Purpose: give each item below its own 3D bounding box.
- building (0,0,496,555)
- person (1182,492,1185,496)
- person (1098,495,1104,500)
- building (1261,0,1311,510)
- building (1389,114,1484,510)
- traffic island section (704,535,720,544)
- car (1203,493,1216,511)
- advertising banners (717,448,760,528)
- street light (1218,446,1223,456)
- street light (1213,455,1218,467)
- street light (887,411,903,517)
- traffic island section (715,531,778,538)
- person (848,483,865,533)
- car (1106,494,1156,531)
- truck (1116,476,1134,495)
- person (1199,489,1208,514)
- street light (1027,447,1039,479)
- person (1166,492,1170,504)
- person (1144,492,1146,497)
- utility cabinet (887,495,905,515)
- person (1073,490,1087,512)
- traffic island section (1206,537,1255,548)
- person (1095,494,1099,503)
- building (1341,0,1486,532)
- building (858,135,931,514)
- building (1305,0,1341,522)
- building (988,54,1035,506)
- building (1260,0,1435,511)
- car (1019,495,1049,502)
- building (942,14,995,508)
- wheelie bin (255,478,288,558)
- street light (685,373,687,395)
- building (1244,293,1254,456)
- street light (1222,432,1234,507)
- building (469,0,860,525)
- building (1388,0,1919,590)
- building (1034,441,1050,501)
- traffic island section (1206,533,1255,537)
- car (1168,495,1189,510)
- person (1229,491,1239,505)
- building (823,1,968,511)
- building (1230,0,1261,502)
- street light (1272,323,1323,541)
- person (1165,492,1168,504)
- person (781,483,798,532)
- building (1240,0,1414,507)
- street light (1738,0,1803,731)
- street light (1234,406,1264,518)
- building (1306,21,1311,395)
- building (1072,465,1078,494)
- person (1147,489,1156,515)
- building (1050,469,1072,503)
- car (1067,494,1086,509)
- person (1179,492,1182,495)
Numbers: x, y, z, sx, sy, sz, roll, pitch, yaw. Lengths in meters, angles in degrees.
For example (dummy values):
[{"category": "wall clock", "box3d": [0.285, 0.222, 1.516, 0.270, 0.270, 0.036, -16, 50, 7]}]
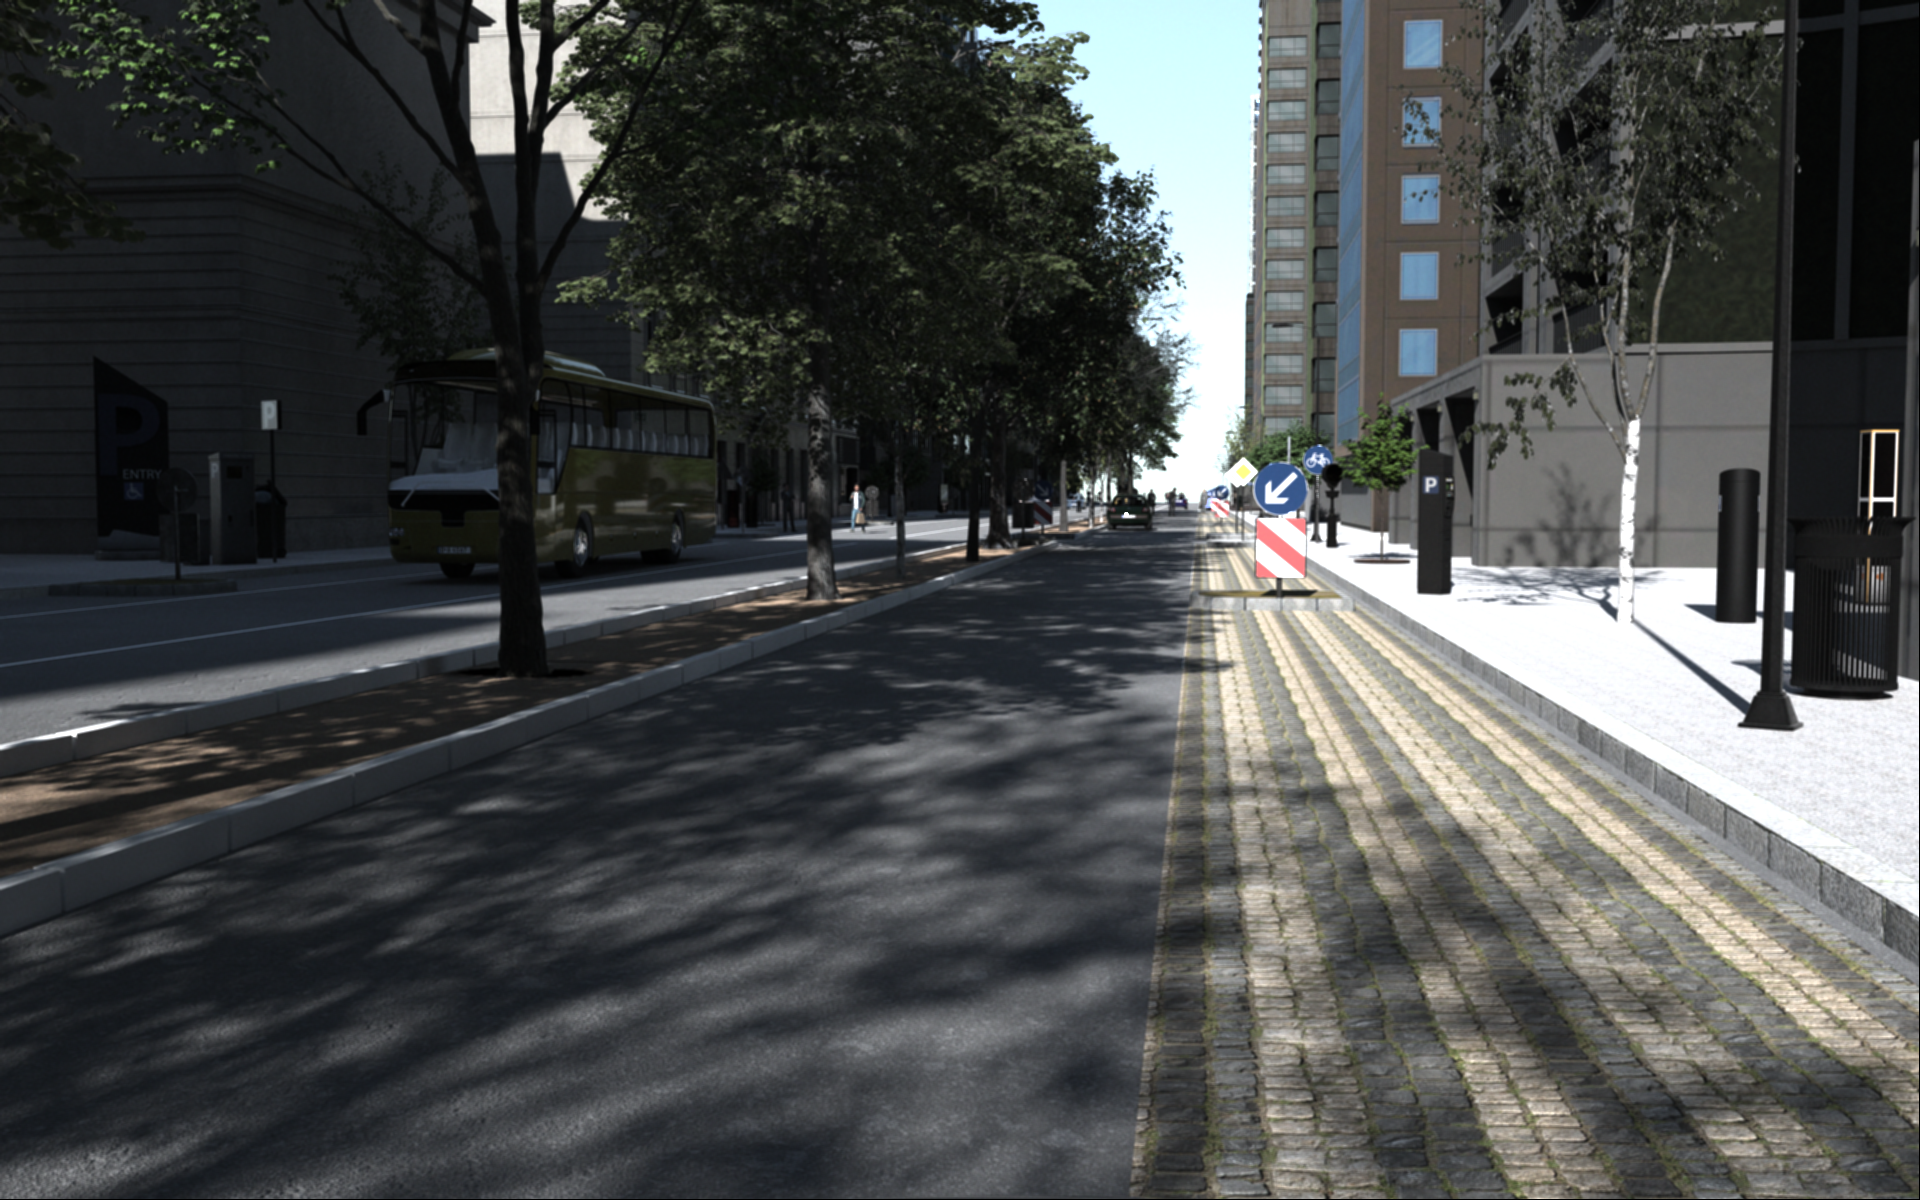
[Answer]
[{"category": "building", "box3d": [-25.535, -12.296, 42.846, 24.055, 21.916, 13.314, 0, 4, 8]}, {"category": "person", "box3d": [32.717, -15.032, 255.096, 0.721, 1.723, 1.217, -3, 5, -44]}, {"category": "person", "box3d": [16.420, -11.784, 201.150, 0.705, 1.826, 1.348, 2, 4, 25]}, {"category": "building", "box3d": [32.494, -28.243, 145.366, 14.154, 41.232, 14.086, 0, 4, 8]}, {"category": "building", "box3d": [40.300, -45.074, 175.217, 20.563, 71.187, 20.611, 0, 4, 8]}, {"category": "traffic island section", "box3d": [-8.324, -1.674, 49.645, 2.009, 0.180, 2.903, 0, 4, 8]}, {"category": "car", "box3d": [22.039, -8.641, 150.866, 1.945, 1.707, 3.694, 1, 4, 8]}, {"category": "advertising banners", "box3d": [-8.628, -4.272, 66.036, 2.074, 3.025, 0.090, 1, 4, 15]}, {"category": "street light", "box3d": [25.947, -11.917, 167.390, 1.470, 5.913, 1.316, 0, 4, 8]}, {"category": "street light", "box3d": [31.060, -14.221, 205.050, 1.470, 5.913, 1.316, 0, 4, 8]}, {"category": "street light", "box3d": [-3.357, -7.542, 95.846, 1.470, 5.913, 1.316, 0, 4, 8]}, {"category": "traffic island section", "box3d": [-7.228, -2.157, 57.554, 2.009, 0.180, 2.903, 0, 4, 8]}, {"category": "person", "box3d": [-3.681, -3.316, 62.709, 0.794, 1.824, 0.713, 3, 5, 41]}, {"category": "car", "box3d": [6.821, -3.644, 69.368, 2.009, 1.686, 4.222, 0, 4, 7]}, {"category": "truck", "box3d": [26.326, -17.564, 276.089, 2.839, 4.237, 11.283, 0, 4, 6]}, {"category": "person", "box3d": [17.803, -7.217, 126.596, 0.694, 1.812, 0.767, 2, 4, 25]}, {"category": "street light", "box3d": [7.202, -12.190, 171.848, 1.470, 5.913, 1.316, 0, 4, 8]}, {"category": "person", "box3d": [28.840, -14.022, 238.470, 1.217, 1.736, 0.721, -3, 5, -41]}, {"category": "person", "box3d": [28.677, -15.839, 268.193, 0.721, 1.735, 1.217, 0, 4, -7]}, {"category": "utility cabinet", "box3d": [-3.908, -5.789, 105.817, 1.020, 1.237, 0.306, -2, 4, -24]}, {"category": "person", "box3d": [9.360, -7.800, 136.015, 1.348, 1.826, 0.705, -2, 4, -35]}, {"category": "traffic island section", "box3d": [7.763, -1.537, 47.418, 2.009, 0.180, 2.903, 0, 4, 8]}, {"category": "person", "box3d": [20.125, -14.875, 254.924, 0.991, 1.433, 0.599, -3, 4, -36]}, {"category": "building", "box3d": [21.408, -25.212, 62.321, 14.200, 45.320, 14.600, 0, 4, 8]}, {"category": "building", "box3d": [-10.668, -19.712, 115.792, 14.314, 27.812, 24.014, 0, 4, 8]}, {"category": "building", "box3d": [24.129, -19.160, 84.969, 14.160, 30.474, 14.107, 0, 4, 8]}, {"category": "building", "box3d": [-3.133, -34.989, 195.766, 21.300, 48.544, 21.600, 0, 4, 8]}, {"category": "building", "box3d": [34.668, -31.140, 159.246, 14.600, 45.320, 14.200, 0, 4, 8]}, {"category": "car", "box3d": [5.173, -6.531, 119.148, 2.083, 1.381, 4.827, 0, 4, 8]}, {"category": "building", "box3d": [-8.288, -33.678, 170.236, 23.786, 49.044, 30.456, 0, 4, 8]}, {"category": "wheelie bin", "box3d": [-13.859, -1.642, 34.749, 0.693, 1.594, 0.980, -2, 4, -23]}, {"category": "street light", "box3d": [-8.595, -5.207, 57.679, 1.470, 5.913, 1.316, 0, 4, 8]}, {"category": "building", "box3d": [47.745, -29.110, 247.642, 14.160, 30.474, 14.107, 0, 4, 8]}, {"category": "street light", "box3d": [20.529, -9.578, 129.135, 1.470, 5.913, 1.316, 0, 4, 8]}, {"category": "building", "box3d": [-16.292, -18.680, 81.834, 17.030, 29.872, 44.131, 0, 4, 8]}, {"category": "building", "box3d": [19.878, -36.283, 31.474, 20.563, 71.187, 20.611, 0, 4, 8]}, {"category": "building", "box3d": [4.193, -27.730, 225.084, 14.160, 30.474, 14.107, 0, 4, 8]}, {"category": "traffic island section", "box3d": [8.859, -2.021, 55.328, 2.009, 0.180, 2.903, 0, 4, 8]}, {"category": "car", "box3d": [20.378, -9.118, 161.658, 1.945, 1.354, 3.894, 0, 4, 8]}, {"category": "person", "box3d": [33.133, -12.239, 208.612, 1.348, 1.823, 0.705, 1, 4, 11]}, {"category": "building", "box3d": [-10.068, -43.110, 143.094, 20.563, 71.187, 20.611, 0, 4, 8]}, {"category": "building", "box3d": [53.802, -58.448, 268.299, 22.319, 86.520, 31.000, 0, 4, 8]}, {"category": "street light", "box3d": [9.165, -4.560, 47.098, 1.470, 5.913, 1.316, 0, 4, 8]}, {"category": "person", "box3d": [29.393, -14.489, 245.839, 0.683, 1.767, 0.568, 0, 4, 6]}, {"category": "person", "box3d": [-6.427, -3.479, 65.184, 0.655, 1.846, 0.447, -1, 4, -23]}, {"category": "building", "box3d": [47.871, -48.328, 228.418, 20.563, 71.187, 20.611, 0, 4, 8]}, {"category": "street light", "box3d": [3.937, -2.258, 9.454, 1.470, 5.913, 1.316, 0, 4, 8]}, {"category": "street light", "box3d": [15.382, -7.275, 91.479, 1.470, 5.913, 1.316, 0, 4, 8]}, {"category": "building", "box3d": [33.419, -34.894, 112.515, 21.231, 58.520, 28.212, 0, 4, 8]}, {"category": "building", "box3d": [7.123, -39.603, 271.204, 21.300, 48.544, 21.600, 0, 4, 8]}, {"category": "person", "box3d": [12.988, -6.668, 117.918, 0.661, 1.777, 0.834, -1, 4, -23]}, {"category": "building", "box3d": [4.462, -43.069, 246.170, 21.231, 58.520, 28.212, 0, 4, 8]}, {"category": "car", "box3d": [10.937, -9.279, 163.710, 2.014, 1.417, 4.499, 0, 4, 8]}, {"category": "person", "box3d": [30.739, -14.223, 241.767, 1.217, 1.735, 0.721, -1, 4, -12]}]
